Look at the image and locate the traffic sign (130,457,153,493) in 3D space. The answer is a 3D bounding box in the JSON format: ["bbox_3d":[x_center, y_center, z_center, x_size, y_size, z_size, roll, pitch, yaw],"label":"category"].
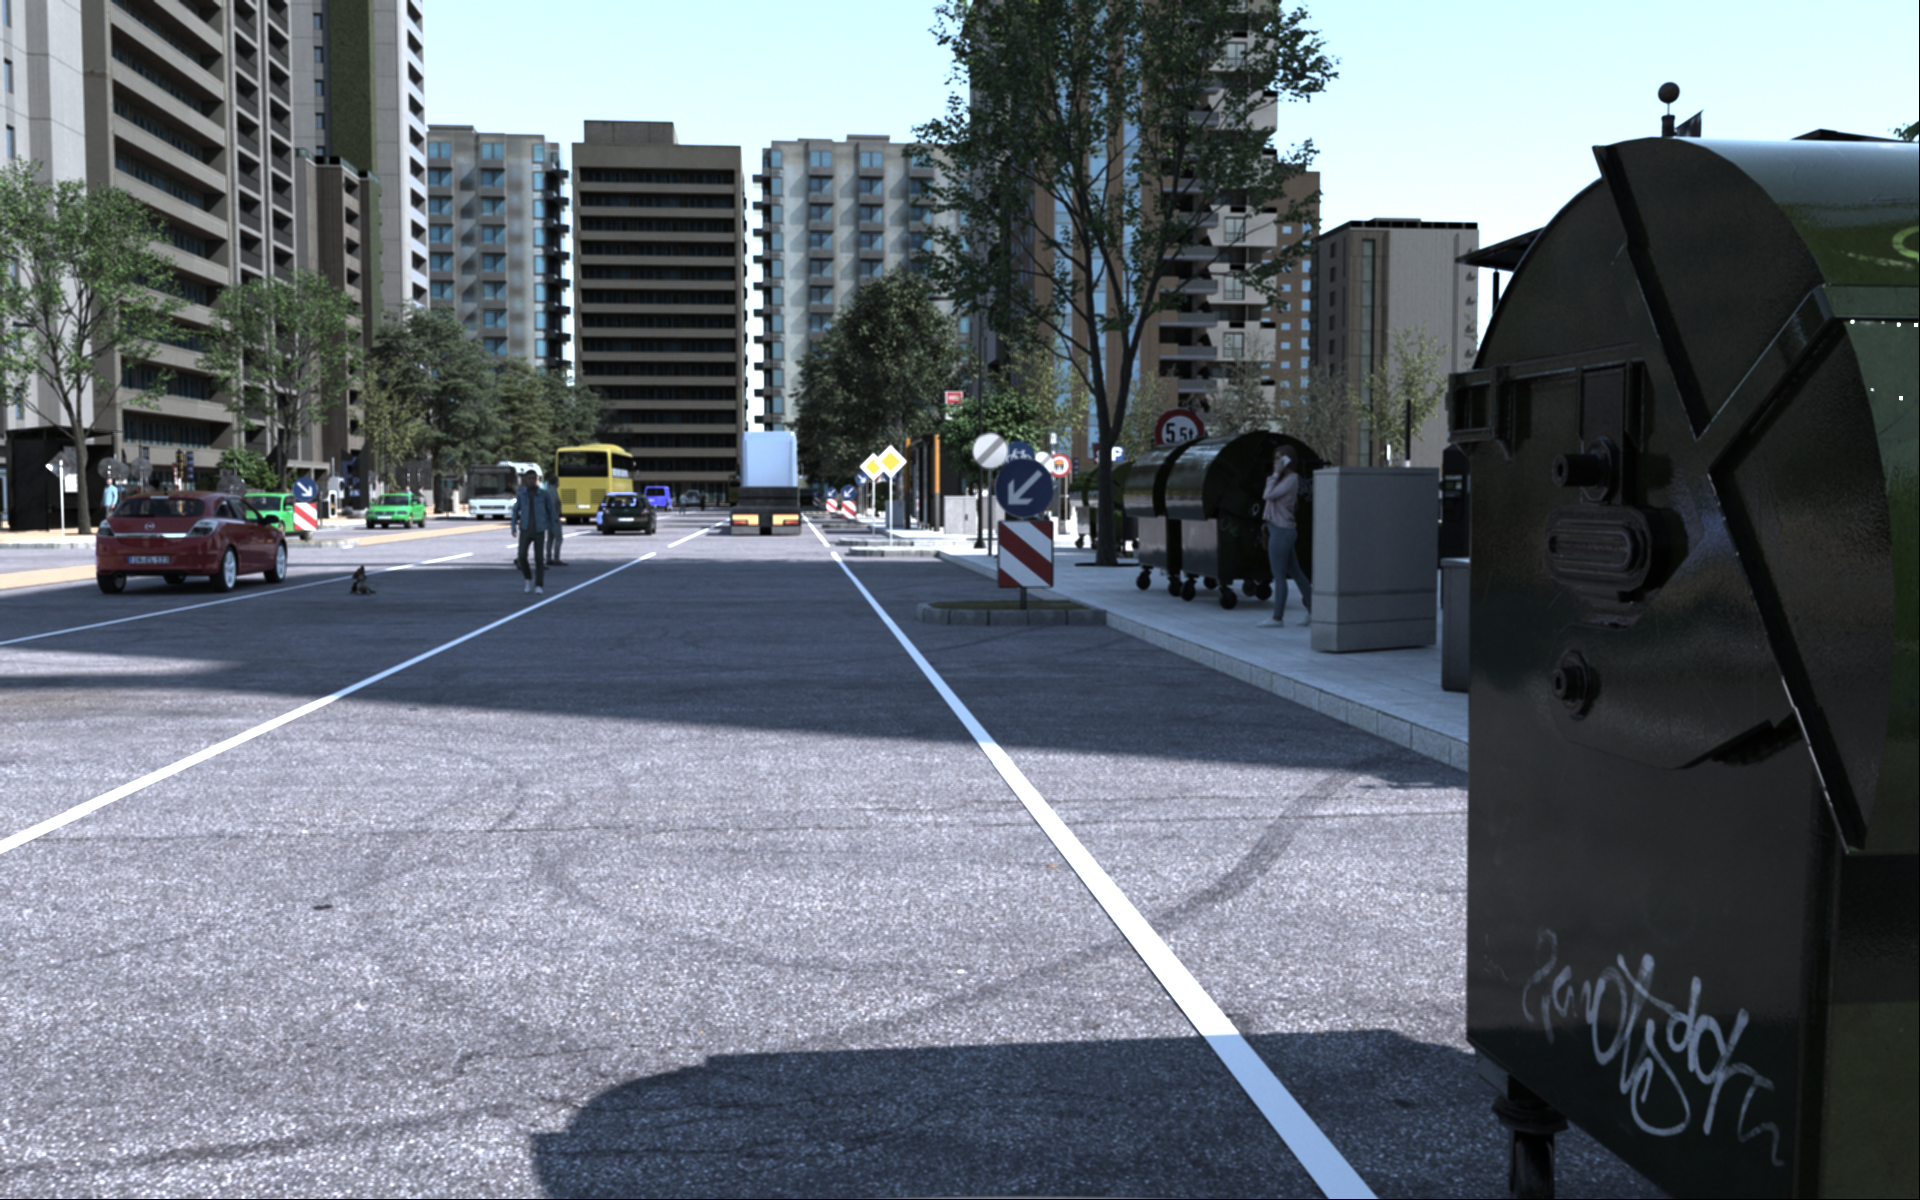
[{"bbox_3d":[-28.316,-3.659,59.923,0.768,2.556,0.104,0,4,-1],"label":"traffic sign"}]

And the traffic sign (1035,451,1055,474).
[{"bbox_3d":[2.442,-3.160,51.769,0.768,2.556,0.104,0,4,-3],"label":"traffic sign"}]

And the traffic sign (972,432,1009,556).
[{"bbox_3d":[0.621,-2.182,35.780,0.768,2.556,0.104,0,4,-2],"label":"traffic sign"}]

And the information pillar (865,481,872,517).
[{"bbox_3d":[-5.194,-5.758,98.637,0.304,2.012,0.304,-1,4,-23],"label":"information pillar"}]

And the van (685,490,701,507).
[{"bbox_3d":[-28.765,-11.010,187.023,2.013,2.044,4.112,0,4,-6],"label":"van"}]

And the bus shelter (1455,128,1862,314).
[{"bbox_3d":[6.080,-1.411,14.354,1.731,3.624,6.357,0,4,-6],"label":"bus shelter"}]

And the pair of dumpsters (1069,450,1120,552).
[{"bbox_3d":[3.573,-2.236,39.053,1.574,2.255,4.437,0,4,-6],"label":"pair of dumpsters"}]

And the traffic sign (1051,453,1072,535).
[{"bbox_3d":[3.093,-3.297,54.013,0.768,2.556,0.104,0,4,-2],"label":"traffic sign"}]

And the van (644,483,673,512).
[{"bbox_3d":[-24.442,-8.308,140.214,2.240,2.365,5.245,0,4,-5],"label":"van"}]

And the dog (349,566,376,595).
[{"bbox_3d":[-8.567,-0.292,24.975,0.550,0.427,0.748,1,4,17],"label":"dog"}]

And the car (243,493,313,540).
[{"bbox_3d":[-20.259,-2.550,50.497,1.959,1.807,4.718,0,4,-5],"label":"car"}]

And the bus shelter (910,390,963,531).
[{"bbox_3d":[-0.693,-5.329,64.754,2.179,5.291,8.768,0,4,-6],"label":"bus shelter"}]

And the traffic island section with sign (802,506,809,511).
[{"bbox_3d":[-12.614,-8.679,150.528,1.989,1.847,2.006,0,4,-6],"label":"traffic island section with sign"}]

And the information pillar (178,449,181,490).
[{"bbox_3d":[-40.272,-5.999,89.435,0.183,3.616,0.504,-2,4,-24],"label":"information pillar"}]

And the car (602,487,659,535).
[{"bbox_3d":[-11.761,-3.172,61.652,2.009,1.686,4.222,0,4,-7],"label":"car"}]

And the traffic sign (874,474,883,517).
[{"bbox_3d":[-4.424,-6.015,98.343,0.884,2.594,0.081,0,4,-1],"label":"traffic sign"}]

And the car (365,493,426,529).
[{"bbox_3d":[-23.591,-3.895,72.471,1.959,1.807,4.718,0,4,-6],"label":"car"}]

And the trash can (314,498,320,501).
[{"bbox_3d":[-33.929,-4.870,91.272,0.748,1.137,0.748,0,3,0],"label":"trash can"}]

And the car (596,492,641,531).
[{"bbox_3d":[-13.191,-3.565,67.871,1.945,1.707,3.694,0,4,-4],"label":"car"}]

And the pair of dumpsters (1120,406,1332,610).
[{"bbox_3d":[3.188,-1.143,21.190,1.574,2.255,4.437,0,4,-6],"label":"pair of dumpsters"}]

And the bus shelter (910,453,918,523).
[{"bbox_3d":[-1.118,-4.944,74.761,2.014,3.302,5.546,0,4,-6],"label":"bus shelter"}]

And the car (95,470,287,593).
[{"bbox_3d":[-11.671,-1.070,26.529,2.155,1.783,4.494,0,4,-7],"label":"car"}]

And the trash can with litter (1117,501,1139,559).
[{"bbox_3d":[3.714,-1.480,35.264,1.678,1.210,2.233,2,4,31],"label":"trash can with litter"}]

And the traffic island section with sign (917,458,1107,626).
[{"bbox_3d":[0.528,-0.685,19.824,1.989,1.847,2.006,0,4,-6],"label":"traffic island section with sign"}]

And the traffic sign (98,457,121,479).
[{"bbox_3d":[-29.371,-3.652,59.821,0.768,2.556,0.104,0,4,-5],"label":"traffic sign"}]

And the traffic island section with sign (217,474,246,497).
[{"bbox_3d":[-16.871,-1.929,39.672,2.006,1.907,1.989,0,4,-6],"label":"traffic island section with sign"}]

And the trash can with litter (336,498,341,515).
[{"bbox_3d":[-37.751,-5.669,103.753,1.678,1.210,2.233,0,4,6],"label":"trash can with litter"}]

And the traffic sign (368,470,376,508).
[{"bbox_3d":[-31.446,-5.631,92.167,0.768,2.556,0.104,0,4,-1],"label":"traffic sign"}]

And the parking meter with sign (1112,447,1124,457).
[{"bbox_3d":[5.651,-4.165,64.364,0.543,3.016,1.738,0,4,-6],"label":"parking meter with sign"}]

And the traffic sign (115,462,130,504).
[{"bbox_3d":[-33.328,-4.197,68.730,0.768,2.556,0.104,0,4,0],"label":"traffic sign"}]

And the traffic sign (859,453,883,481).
[{"bbox_3d":[-2.415,-2.852,48.823,0.795,2.593,0.064,0,4,-6],"label":"traffic sign"}]

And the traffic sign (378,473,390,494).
[{"bbox_3d":[-34.957,-6.422,105.109,0.768,2.556,0.104,0,4,1],"label":"traffic sign"}]

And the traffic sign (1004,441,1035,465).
[{"bbox_3d":[1.403,-2.522,41.333,0.768,2.556,0.104,0,4,-2],"label":"traffic sign"}]

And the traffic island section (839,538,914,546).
[{"bbox_3d":[-2.393,-1.629,48.908,2.009,0.180,2.903,0,4,-6],"label":"traffic island section"}]

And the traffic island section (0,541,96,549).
[{"bbox_3d":[-24.225,-1.495,46.725,2.009,0.180,2.903,0,4,-6],"label":"traffic island section"}]

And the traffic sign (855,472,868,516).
[{"bbox_3d":[-5.712,-6.162,100.848,0.768,2.556,0.104,0,4,-3],"label":"traffic sign"}]

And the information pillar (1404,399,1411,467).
[{"bbox_3d":[11.077,-3.154,42.923,0.183,3.616,0.504,1,4,9],"label":"information pillar"}]

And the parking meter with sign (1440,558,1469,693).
[{"bbox_3d":[3.917,-0.938,11.603,1.738,3.016,0.543,-3,5,-40],"label":"parking meter with sign"}]

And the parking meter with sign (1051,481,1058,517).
[{"bbox_3d":[5.495,-6.161,96.987,0.543,3.016,1.738,2,4,27],"label":"parking meter with sign"}]

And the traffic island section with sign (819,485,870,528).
[{"bbox_3d":[-4.849,-3.961,73.384,1.989,1.847,2.006,0,4,-6],"label":"traffic island section with sign"}]

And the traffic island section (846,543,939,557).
[{"bbox_3d":[-1.593,-1.143,40.963,2.009,0.180,2.903,0,4,-6],"label":"traffic island section"}]

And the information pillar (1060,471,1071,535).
[{"bbox_3d":[3.293,-3.058,54.490,0.304,2.012,0.304,3,4,37],"label":"information pillar"}]

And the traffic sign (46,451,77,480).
[{"bbox_3d":[-24.202,-2.720,46.660,0.795,2.593,0.064,0,4,-6],"label":"traffic sign"}]

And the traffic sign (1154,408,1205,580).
[{"bbox_3d":[3.252,-1.569,25.764,0.768,2.556,0.104,0,4,-4],"label":"traffic sign"}]

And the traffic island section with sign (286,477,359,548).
[{"bbox_3d":[-17.603,-2.380,47.043,2.006,1.907,1.989,0,4,-6],"label":"traffic island section with sign"}]

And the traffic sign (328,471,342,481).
[{"bbox_3d":[-34.432,-5.828,95.393,0.768,2.556,0.104,0,4,0],"label":"traffic sign"}]

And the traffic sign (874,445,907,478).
[{"bbox_3d":[-1.616,-2.366,40.878,0.795,2.593,0.064,0,4,-6],"label":"traffic sign"}]

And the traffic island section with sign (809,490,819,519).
[{"bbox_3d":[-7.592,-5.625,100.592,1.989,1.847,2.006,0,4,-6],"label":"traffic island section with sign"}]

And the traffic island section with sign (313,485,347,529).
[{"bbox_3d":[-26.372,-3.829,71.237,1.989,1.847,2.006,0,4,-6],"label":"traffic island section with sign"}]

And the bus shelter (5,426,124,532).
[{"bbox_3d":[-32.060,-4.341,62.257,1.731,3.624,6.357,0,4,-6],"label":"bus shelter"}]

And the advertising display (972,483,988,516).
[{"bbox_3d":[1.190,-5.821,100.391,0.974,1.923,0.123,-1,4,-16],"label":"advertising display"}]

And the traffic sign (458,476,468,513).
[{"bbox_3d":[-34.400,-7.337,120.060,0.768,2.556,0.104,0,4,-3],"label":"traffic sign"}]

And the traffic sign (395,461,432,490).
[{"bbox_3d":[-33.240,-6.821,105.391,2.265,3.308,0.079,0,4,1],"label":"traffic sign"}]

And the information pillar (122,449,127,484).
[{"bbox_3d":[-43.302,-6.020,89.785,0.183,3.616,0.504,-1,4,-11],"label":"information pillar"}]

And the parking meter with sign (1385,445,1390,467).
[{"bbox_3d":[15.826,-3.948,60.803,1.738,3.016,0.543,1,4,23],"label":"parking meter with sign"}]

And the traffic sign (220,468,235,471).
[{"bbox_3d":[-29.094,-4.081,68.849,0.606,2.300,0.079,0,4,-2],"label":"traffic sign"}]

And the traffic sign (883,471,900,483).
[{"bbox_3d":[-3.026,-4.665,76.376,0.768,2.556,0.104,0,4,1],"label":"traffic sign"}]

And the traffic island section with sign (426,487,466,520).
[{"bbox_3d":[-29.066,-5.471,98.076,1.989,1.847,2.006,0,4,-6],"label":"traffic island section with sign"}]

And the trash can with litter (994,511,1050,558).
[{"bbox_3d":[1.162,-1.303,32.691,1.055,1.170,0.624,1,4,21],"label":"trash can with litter"}]
